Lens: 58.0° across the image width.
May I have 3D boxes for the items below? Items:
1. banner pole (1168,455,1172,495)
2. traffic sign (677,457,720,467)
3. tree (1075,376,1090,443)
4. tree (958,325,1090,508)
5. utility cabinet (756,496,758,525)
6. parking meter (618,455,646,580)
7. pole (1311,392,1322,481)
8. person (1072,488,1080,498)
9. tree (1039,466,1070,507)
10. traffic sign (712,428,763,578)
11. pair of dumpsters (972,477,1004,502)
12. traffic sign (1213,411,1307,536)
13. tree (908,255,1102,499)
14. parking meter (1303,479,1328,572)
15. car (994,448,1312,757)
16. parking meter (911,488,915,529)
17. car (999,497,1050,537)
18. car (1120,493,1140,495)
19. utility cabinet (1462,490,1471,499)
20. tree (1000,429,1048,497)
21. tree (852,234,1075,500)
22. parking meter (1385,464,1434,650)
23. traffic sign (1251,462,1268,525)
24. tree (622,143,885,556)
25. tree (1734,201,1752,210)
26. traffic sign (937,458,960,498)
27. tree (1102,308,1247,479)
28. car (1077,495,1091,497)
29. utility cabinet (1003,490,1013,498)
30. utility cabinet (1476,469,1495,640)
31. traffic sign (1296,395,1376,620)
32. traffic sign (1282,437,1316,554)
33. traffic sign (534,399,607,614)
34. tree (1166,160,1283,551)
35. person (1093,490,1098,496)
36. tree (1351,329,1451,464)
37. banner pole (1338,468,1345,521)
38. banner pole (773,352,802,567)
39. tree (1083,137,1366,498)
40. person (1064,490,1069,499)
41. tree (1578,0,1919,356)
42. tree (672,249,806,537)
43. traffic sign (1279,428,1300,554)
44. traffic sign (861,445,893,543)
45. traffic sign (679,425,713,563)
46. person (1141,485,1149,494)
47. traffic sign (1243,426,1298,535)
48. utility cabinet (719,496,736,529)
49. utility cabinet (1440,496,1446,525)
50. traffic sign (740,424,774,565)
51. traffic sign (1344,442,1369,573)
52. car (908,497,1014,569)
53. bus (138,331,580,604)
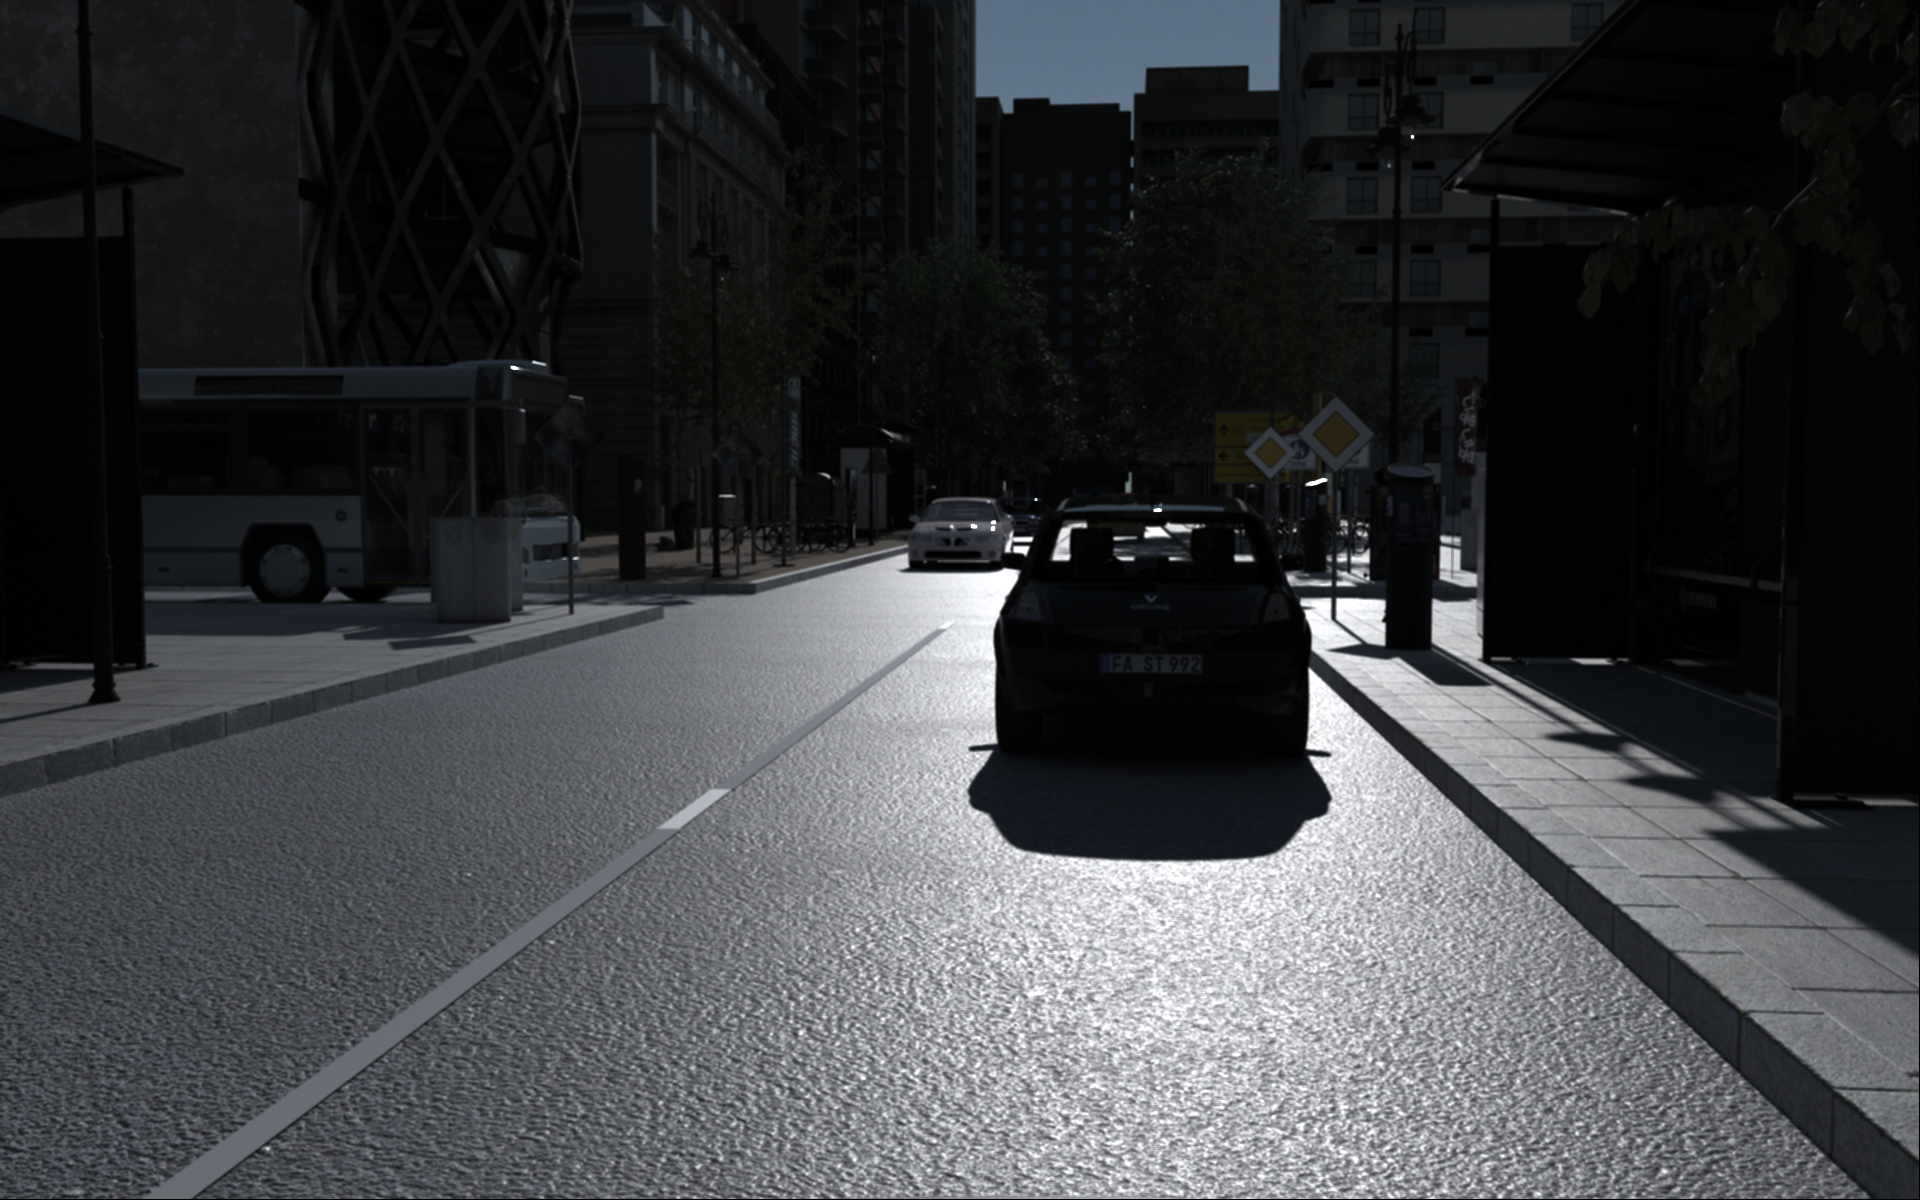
[{"bbox_3d":[11.085,-6.197,91.334,0.401,3.779,0.863,0,4,-8],"label":"banner pole"},{"bbox_3d":[-5.082,-2.055,33.609,0.884,2.594,0.081,1,4,14],"label":"traffic sign"},{"bbox_3d":[5.340,-12.059,122.920,9.928,11.665,9.643,0,3,0],"label":"tree"},{"bbox_3d":[2.559,-11.202,101.278,7.486,12.596,7.792,0,3,0],"label":"tree"},{"bbox_3d":[-7.527,-3.188,63.289,0.306,1.237,1.020,0,4,-6],"label":"utility cabinet"},{"bbox_3d":[-4.900,-1.234,25.880,0.255,1.863,0.399,2,4,24],"label":"parking meter"},{"bbox_3d":[7.155,-2.505,34.794,0.158,3.312,0.155,0,3,0],"label":"pole"},{"bbox_3d":[6.654,-5.546,99.349,0.590,1.801,0.661,1,4,11],"label":"person"},{"bbox_3d":[9.570,-11.894,178.172,4.285,4.588,4.351,0,3,0],"label":"tree"},{"bbox_3d":[-3.383,-1.390,26.363,0.795,2.450,0.064,0,4,5],"label":"traffic sign"},{"bbox_3d":[1.490,-5.618,94.342,1.574,2.255,4.437,0,4,5],"label":"pair of dumpsters"},{"bbox_3d":[7.350,-2.978,42.561,2.265,3.308,0.079,1,4,13],"label":"traffic sign"},{"bbox_3d":[1.588,-10.174,83.358,9.611,12.733,9.660,0,3,0],"label":"tree"},{"bbox_3d":[5.860,-1.232,28.551,0.372,1.533,0.369,0,3,0],"label":"parking meter"},{"bbox_3d":[1.208,-0.069,10.910,2.009,1.686,4.222,0,4,6],"label":"car"},{"bbox_3d":[-2.011,-3.577,66.890,0.372,1.533,0.369,0,3,0],"label":"parking meter"},{"bbox_3d":[1.750,-2.333,50.725,1.945,1.354,3.894,0,4,6],"label":"car"},{"bbox_3d":[8.243,-4.587,84.031,2.155,1.783,4.494,0,4,5],"label":"car"},{"bbox_3d":[28.450,-5.343,96.032,1.173,1.500,0.318,1,4,19],"label":"utility cabinet"},{"bbox_3d":[4.338,-9.957,113.156,4.360,8.622,3.978,0,3,0],"label":"tree"},{"bbox_3d":[-0.805,-8.785,69.394,9.928,11.665,9.643,0,3,0],"label":"tree"},{"bbox_3d":[3.725,-0.363,14.345,0.372,1.533,0.369,0,3,0],"label":"parking meter"},{"bbox_3d":[7.440,-2.569,42.115,0.768,2.556,0.104,1,4,14],"label":"traffic sign"},{"bbox_3d":[-3.719,-5.232,35.898,4.737,8.622,4.395,0,3,0],"label":"tree"},{"bbox_3d":[22.227,-7.317,45.396,9.928,11.665,9.643,0,3,0],"label":"tree"},{"bbox_3d":[-0.412,-3.858,63.076,0.884,2.594,0.081,1,4,14],"label":"traffic sign"},{"bbox_3d":[12.601,-11.192,100.004,9.611,12.733,9.660,0,3,0],"label":"tree"},{"bbox_3d":[9.829,-7.706,138.355,2.083,1.381,4.827,0,4,3],"label":"car"},{"bbox_3d":[2.651,-5.631,100.753,0.318,1.500,1.173,2,4,32],"label":"utility cabinet"},{"bbox_3d":[4.788,-0.406,15.320,0.318,1.500,1.173,1,4,12],"label":"utility cabinet"},{"bbox_3d":[3.815,-0.856,17.636,0.795,2.450,0.064,0,4,5],"label":"traffic sign"},{"bbox_3d":[5.914,-1.720,30.258,0.606,2.300,0.079,1,4,12],"label":"traffic sign"},{"bbox_3d":[-4.141,-0.903,18.414,0.795,2.450,0.064,0,4,5],"label":"traffic sign"},{"bbox_3d":[7.350,-5.411,38.832,4.737,8.622,4.395,0,3,0],"label":"tree"},{"bbox_3d":[12.182,-8.906,154.638,1.217,1.766,0.721,2,4,24],"label":"person"},{"bbox_3d":[19.464,-7.727,76.701,4.360,8.622,3.978,0,3,0],"label":"tree"},{"bbox_3d":[18.218,-5.683,82.927,0.401,3.779,0.863,3,5,44],"label":"banner pole"},{"bbox_3d":[-3.025,-2.498,30.860,0.401,3.779,0.863,2,4,26],"label":"banner pole"},{"bbox_3d":[9.352,-9.460,61.330,9.857,13.997,8.962,0,3,0],"label":"tree"},{"bbox_3d":[7.290,-6.559,116.563,0.721,1.723,1.217,1,4,8],"label":"person"},{"bbox_3d":[3.154,-3.284,4.049,4.737,8.622,4.395,0,3,0],"label":"tree"},{"bbox_3d":[-6.555,-6.200,51.727,4.360,8.622,3.978,0,3,0],"label":"tree"},{"bbox_3d":[6.435,-2.049,33.611,0.768,2.556,0.104,0,4,7],"label":"traffic sign"},{"bbox_3d":[-2.186,-2.791,45.638,0.884,2.594,0.081,1,4,15],"label":"traffic sign"},{"bbox_3d":[-4.868,-1.961,32.174,0.768,2.556,0.104,1,4,11],"label":"traffic sign"},{"bbox_3d":[7.357,-3.673,68.897,0.444,1.785,0.601,-2,4,-31],"label":"person"},{"bbox_3d":[4.574,-1.342,25.586,0.795,2.450,0.064,0,4,5],"label":"traffic sign"},{"bbox_3d":[-8.597,-3.253,64.341,0.306,1.237,1.020,2,4,29],"label":"utility cabinet"},{"bbox_3d":[19.611,-3.703,71.703,0.306,1.237,1.020,-3,4,-38],"label":"utility cabinet"},{"bbox_3d":[-3.755,-1.917,31.455,0.768,2.556,0.104,1,4,15],"label":"traffic sign"},{"bbox_3d":[6.325,-1.589,28.110,0.606,2.300,0.079,0,4,6],"label":"traffic sign"},{"bbox_3d":[0.072,-1.377,34.879,2.083,1.381,4.827,0,4,5],"label":"car"},{"bbox_3d":[-10.877,-1.688,22.462,13.247,3.499,2.948,0,4,6],"label":"bus"}]
